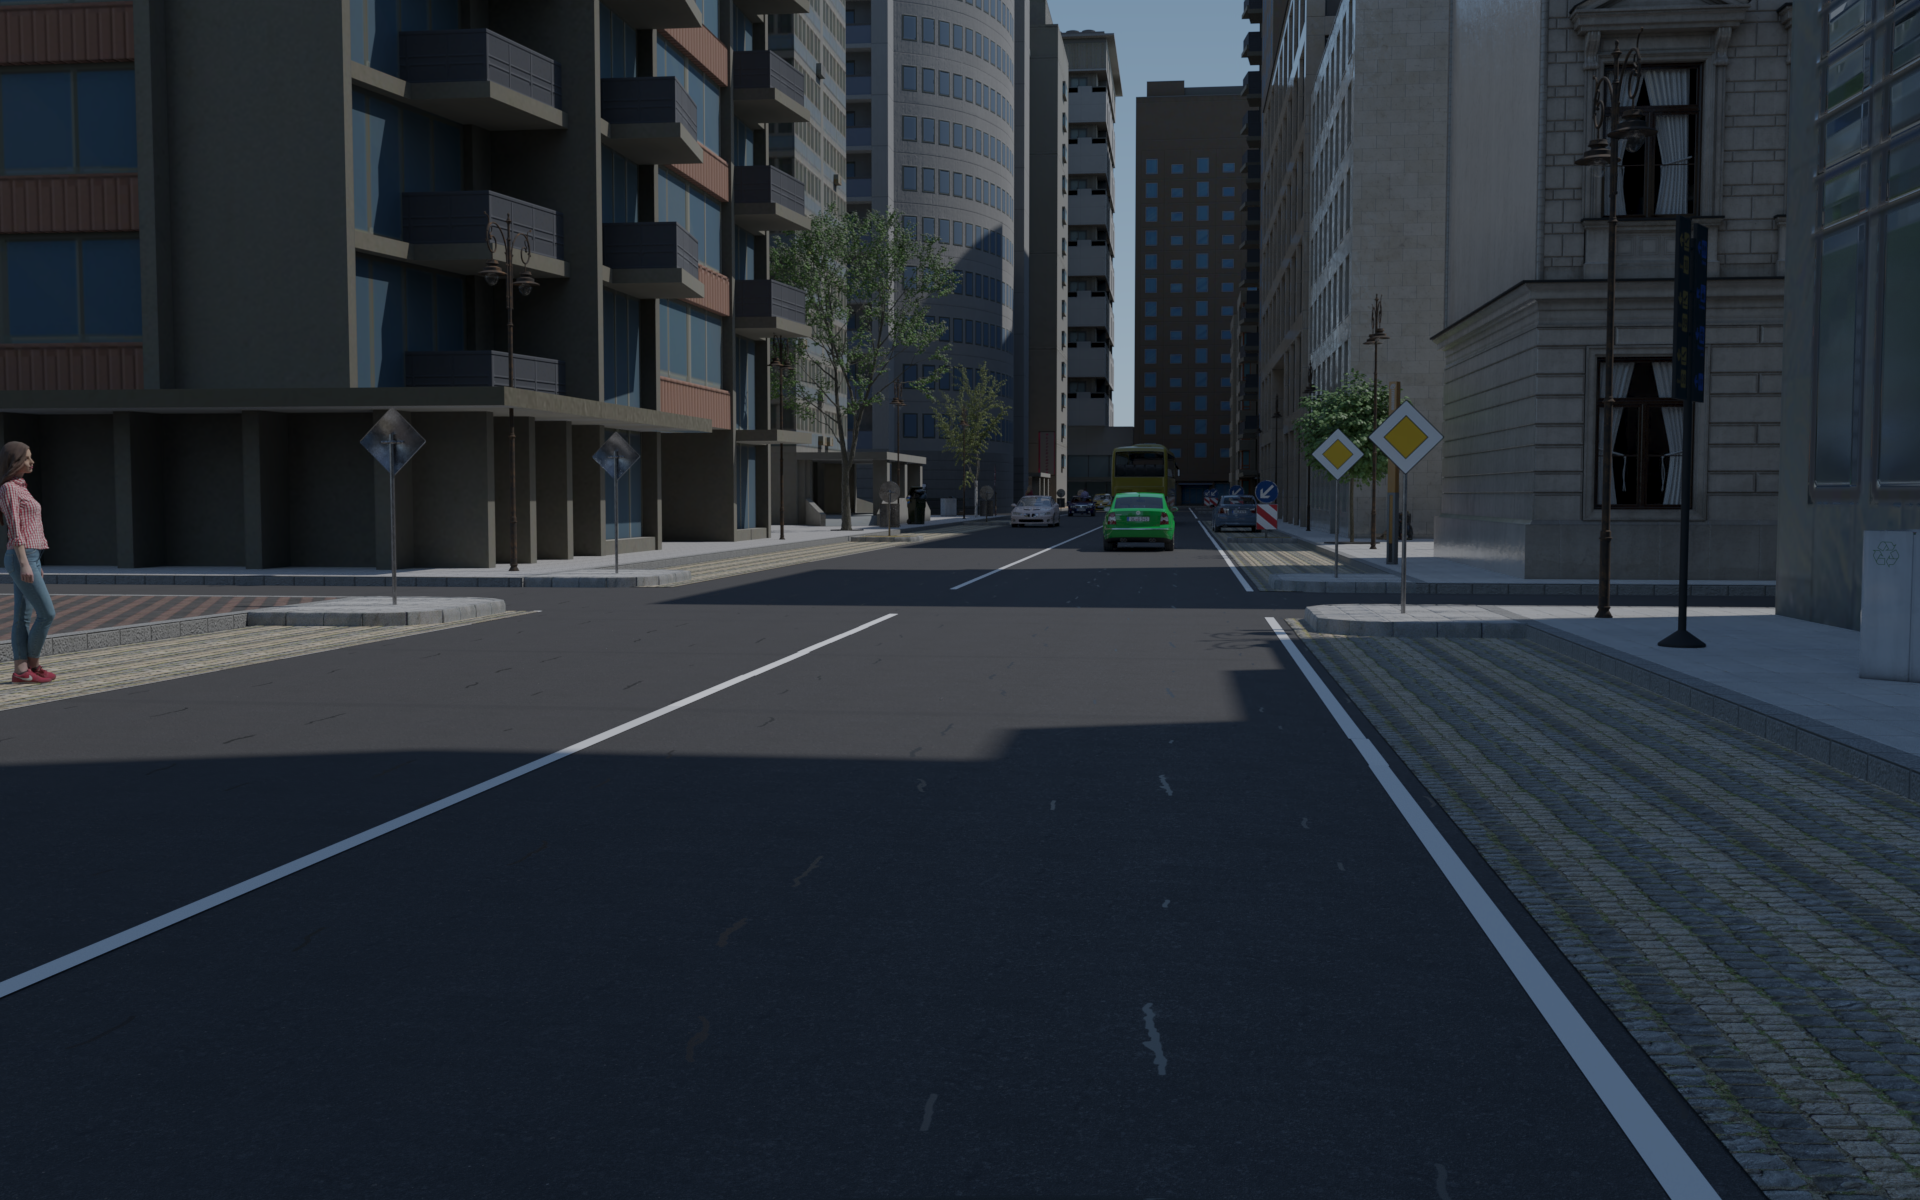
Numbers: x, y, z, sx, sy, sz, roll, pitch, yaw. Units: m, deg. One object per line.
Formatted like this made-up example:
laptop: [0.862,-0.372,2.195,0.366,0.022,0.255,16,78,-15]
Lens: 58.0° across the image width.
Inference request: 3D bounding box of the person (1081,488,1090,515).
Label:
person: [8.699,-6.849,120.344,0.709,1.838,0.599,1,4,9]

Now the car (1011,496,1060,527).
car: [3.341,-3.886,75.903,2.083,1.381,4.827,0,4,8]

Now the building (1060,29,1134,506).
building: [6.583,-37.346,199.851,27.495,52.752,28.713,0,4,7]

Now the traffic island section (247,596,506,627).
traffic island section: [-6.568,0.136,20.057,2.009,0.180,2.903,0,4,7]

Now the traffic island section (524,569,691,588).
traffic island section: [-5.566,-0.349,27.979,2.009,0.180,2.903,0,4,7]

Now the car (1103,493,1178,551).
car: [4.673,-2.210,44.928,1.959,1.807,4.718,0,4,7]

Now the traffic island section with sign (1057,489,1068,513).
traffic island section with sign: [7.601,-7.391,129.473,1.989,1.847,2.006,0,4,7]

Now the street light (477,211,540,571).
street light: [-7.425,-3.417,28.651,0.468,5.910,1.993,0,4,7]

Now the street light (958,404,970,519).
street light: [0.211,-7.114,89.098,0.468,5.910,1.993,0,4,7]

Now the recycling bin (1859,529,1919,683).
recycling bin: [6.746,0.036,11.972,0.722,1.027,0.722,-3,4,-38]

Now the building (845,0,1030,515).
building: [-6.981,-35.169,117.017,21.231,58.520,28.212,0,4,7]

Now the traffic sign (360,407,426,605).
traffic sign: [-6.543,-1.000,19.992,0.795,2.450,0.064,0,4,7]

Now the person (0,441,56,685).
person: [-6.989,-0.272,12.957,0.388,1.821,0.555,-2,4,-33]

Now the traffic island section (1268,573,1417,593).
traffic island section: [5.785,-0.261,26.544,2.009,0.180,2.903,0,4,7]

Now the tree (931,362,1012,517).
tree: [0.651,-8.855,95.137,4.737,8.622,4.395,0,3,0]

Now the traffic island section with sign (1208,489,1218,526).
traffic island section with sign: [12.273,-4.226,77.721,1.989,1.847,2.006,0,4,7]

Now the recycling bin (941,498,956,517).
recycling bin: [-0.657,-5.315,99.447,0.722,1.027,0.722,-1,4,-23]

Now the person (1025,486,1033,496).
person: [3.283,-4.486,81.814,0.573,1.828,0.580,-1,4,-21]

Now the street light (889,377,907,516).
street light: [-2.438,-5.849,68.419,0.468,5.910,1.993,0,4,7]

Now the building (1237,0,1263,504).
building: [32.517,-29.126,130.829,22.147,44.769,28.867,0,4,7]

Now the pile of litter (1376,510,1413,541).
pile of litter: [12.190,-2.118,48.599,1.176,0.858,1.719,2,4,32]

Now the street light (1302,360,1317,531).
street light: [12.091,-5.330,59.936,0.468,5.910,1.993,0,4,7]

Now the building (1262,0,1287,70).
building: [26.416,-28.123,109.917,14.600,45.320,14.200,0,4,7]

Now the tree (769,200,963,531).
tree: [-3.876,-8.233,60.360,9.928,11.665,9.643,0,3,0]

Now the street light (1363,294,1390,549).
street light: [9.609,-4.117,40.101,0.468,5.910,1.993,0,4,7]

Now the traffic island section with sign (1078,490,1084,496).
traffic island section with sign: [10.986,-9.027,156.216,1.989,1.847,2.006,0,4,7]

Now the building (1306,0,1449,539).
building: [17.399,-12.371,57.013,10.420,20.320,16.860,0,4,7]

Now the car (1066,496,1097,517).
car: [7.858,-6.062,111.698,1.945,1.354,3.894,0,4,5]

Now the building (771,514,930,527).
building: [-18.274,-23.567,77.209,32.217,40.220,23.993,0,4,7]

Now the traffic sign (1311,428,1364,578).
traffic sign: [5.760,-1.396,26.470,0.795,2.450,0.064,0,4,7]

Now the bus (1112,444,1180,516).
bus: [9.051,-5.666,84.191,2.896,3.916,12.252,1,4,9]

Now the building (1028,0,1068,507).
building: [-0.731,-33.301,168.172,21.600,48.544,21.300,0,4,7]

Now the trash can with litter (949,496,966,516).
trash can with litter: [-0.236,-5.586,102.710,1.055,1.170,0.624,-2,4,-27]

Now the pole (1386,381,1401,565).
pole: [7.874,-2.301,31.459,0.158,3.312,0.155,0,3,0]

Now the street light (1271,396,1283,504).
street light: [14.567,-6.543,79.773,0.468,5.910,1.993,0,4,7]

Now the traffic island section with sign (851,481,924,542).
traffic island section with sign: [-2.152,-2.674,52.348,1.989,1.847,2.006,0,4,7]

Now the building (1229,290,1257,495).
building: [39.299,-19.248,159.742,27.650,21.520,28.899,0,4,7]

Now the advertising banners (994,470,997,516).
advertising banners: [2.047,-6.348,99.982,0.090,3.025,2.074,0,4,3]

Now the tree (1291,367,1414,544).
tree: [10.258,-3.740,44.860,4.285,4.588,4.351,0,3,0]

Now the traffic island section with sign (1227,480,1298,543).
traffic island section with sign: [8.880,-2.590,50.980,1.989,1.847,2.006,0,4,7]

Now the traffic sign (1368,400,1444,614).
traffic sign: [4.759,-0.912,18.548,0.795,2.450,0.064,0,4,7]

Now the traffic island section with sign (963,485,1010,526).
traffic island section with sign: [1.238,-4.310,79.090,1.989,1.847,2.006,0,4,7]

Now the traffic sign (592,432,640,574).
traffic sign: [-5.542,-1.485,27.915,0.795,2.450,0.064,0,4,7]

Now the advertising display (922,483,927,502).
advertising display: [-2.477,-5.988,103.120,0.974,1.923,0.123,0,4,-5]

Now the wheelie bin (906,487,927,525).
wheelie bin: [-1.806,-3.991,73.156,0.980,1.594,0.693,-3,5,-42]

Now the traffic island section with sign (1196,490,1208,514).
traffic island section with sign: [18.557,-7.271,127.508,1.989,1.847,2.006,0,4,7]

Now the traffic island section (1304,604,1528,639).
traffic island section: [4.783,0.224,18.622,2.009,0.180,2.903,0,4,7]

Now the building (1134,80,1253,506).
building: [26.547,-33.067,190.752,14.200,45.320,14.600,0,4,7]

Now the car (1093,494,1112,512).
car: [11.259,-7.730,136.606,2.015,1.641,3.980,1,4,9]

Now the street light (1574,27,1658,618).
street light: [6.684,-2.753,17.806,0.468,5.910,1.993,0,4,7]

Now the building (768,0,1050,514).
building: [-8.880,-27.710,144.944,32.217,40.220,23.993,0,4,7]

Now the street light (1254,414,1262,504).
street light: [17.138,-7.756,99.597,0.468,5.910,1.993,0,4,7]

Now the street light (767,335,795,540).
street light: [-4.999,-4.630,48.493,0.468,5.910,1.993,0,4,7]

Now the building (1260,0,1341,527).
building: [24.865,-16.977,82.089,19.350,26.468,34.151,0,4,7]

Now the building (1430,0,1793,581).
building: [18.090,-10.056,29.035,19.286,19.102,10.561,0,4,7]

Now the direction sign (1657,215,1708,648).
direction sign: [6.081,-1.375,14.485,0.379,3.537,0.876,3,4,37]

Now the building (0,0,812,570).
building: [-16.098,-23.702,42.153,22.147,44.769,28.867,0,4,7]

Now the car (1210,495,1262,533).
car: [10.442,-3.263,65.347,2.014,1.417,4.499,0,4,7]
